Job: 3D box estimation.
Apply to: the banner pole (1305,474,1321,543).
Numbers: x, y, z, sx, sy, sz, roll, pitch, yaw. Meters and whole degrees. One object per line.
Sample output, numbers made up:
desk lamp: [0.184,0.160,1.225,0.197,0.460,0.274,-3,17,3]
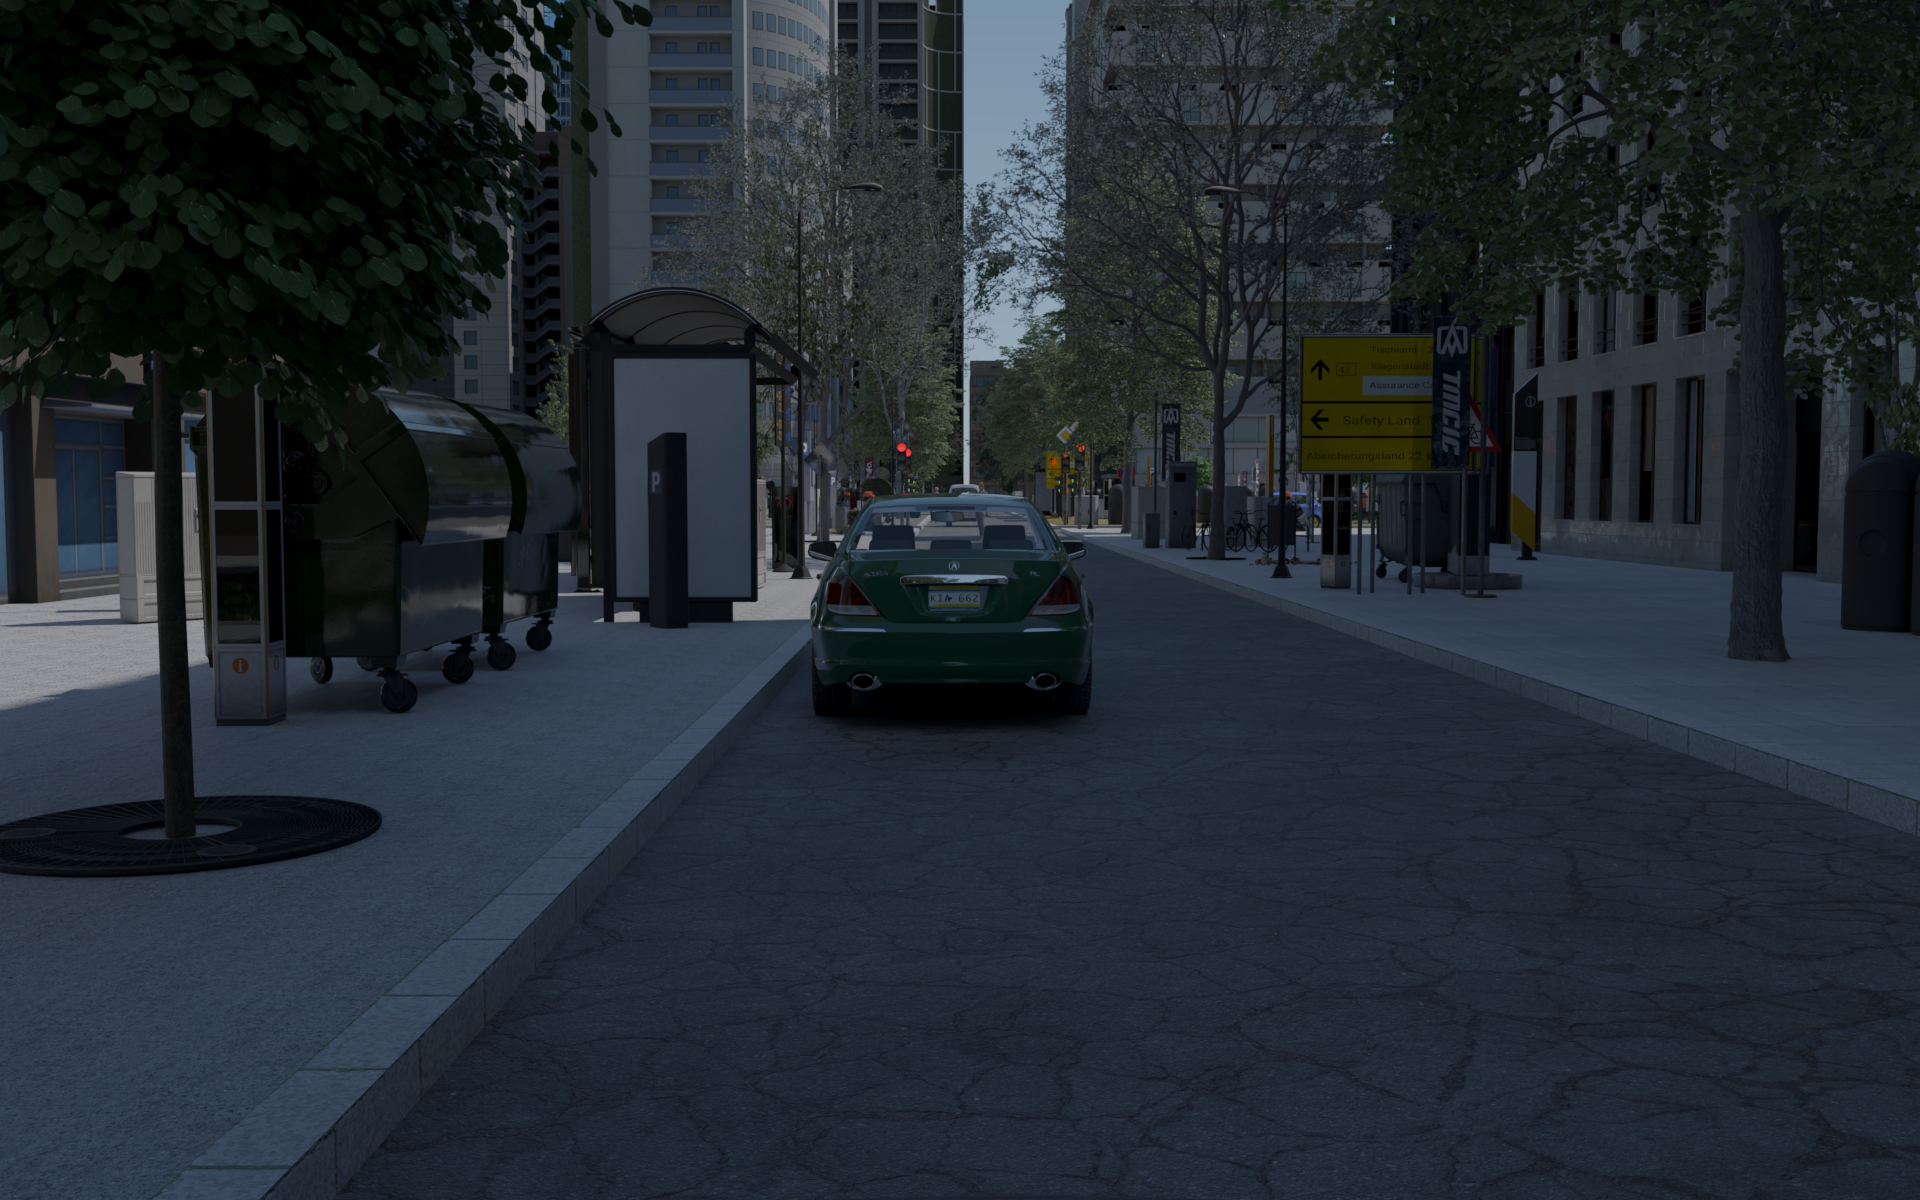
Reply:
banner pole: [9.468,-3.381,45.293,0.863,3.779,0.401,0,4,-4]

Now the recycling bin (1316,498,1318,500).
recycling bin: [22.674,-6.049,111.454,0.722,1.027,0.722,2,4,26]

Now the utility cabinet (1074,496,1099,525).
utility cabinet: [5.291,-3.756,72.578,1.020,1.237,0.306,2,4,35]

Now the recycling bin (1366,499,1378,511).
recycling bin: [23.205,-5.177,97.203,0.722,1.027,0.722,0,4,5]

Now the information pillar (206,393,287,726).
information pillar: [-3.972,-0.316,9.651,0.304,2.012,0.304,0,4,-2]

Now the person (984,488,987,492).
person: [1.732,-6.307,111.811,0.583,1.804,0.606,0,4,7]

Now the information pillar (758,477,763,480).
information pillar: [-8.412,-4.164,72.576,0.304,2.012,0.304,0,4,5]

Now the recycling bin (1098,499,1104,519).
recycling bin: [7.313,-4.712,89.599,0.722,1.027,0.722,2,4,31]

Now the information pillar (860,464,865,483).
information pillar: [-6.826,-8.028,122.615,0.504,3.616,0.183,2,4,29]

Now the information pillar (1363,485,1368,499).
information pillar: [30.399,-8.484,130.069,0.504,3.616,0.183,0,4,-5]

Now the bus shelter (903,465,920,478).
bus shelter: [-4.023,-8.901,136.814,1.731,3.624,6.357,0,4,0]

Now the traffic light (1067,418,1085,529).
traffic light: [4.359,-4.552,63.352,0.839,4.253,0.868,0,4,0]

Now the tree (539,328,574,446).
tree: [-16.302,-7.710,76.420,4.737,8.622,4.395,0,3,0]

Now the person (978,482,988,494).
person: [0.579,-2.684,52.664,0.520,1.790,0.573,3,4,37]

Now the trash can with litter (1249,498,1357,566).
trash can with litter: [6.292,-1.260,31.657,2.233,1.210,1.678,0,4,-1]

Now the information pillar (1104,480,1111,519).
information pillar: [7.522,-5.132,88.395,0.304,2.012,0.304,2,4,25]

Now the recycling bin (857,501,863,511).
recycling bin: [-3.325,-3.140,63.886,0.722,1.027,0.722,-2,4,-29]

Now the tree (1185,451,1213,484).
tree: [17.808,-8.902,129.269,4.285,4.588,4.351,0,3,0]

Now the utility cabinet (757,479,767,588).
utility cabinet: [-2.843,-0.894,23.293,0.318,1.500,1.173,0,4,4]

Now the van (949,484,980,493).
van: [0.210,-4.283,77.040,2.013,2.044,4.112,0,4,0]

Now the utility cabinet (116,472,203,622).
utility cabinet: [-7.892,-0.543,17.556,0.318,1.500,1.173,2,4,32]

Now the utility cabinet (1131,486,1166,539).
utility cabinet: [5.382,-2.475,49.138,1.173,1.500,0.318,-3,4,-37]

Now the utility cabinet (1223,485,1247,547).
utility cabinet: [6.598,-2.039,42.015,0.318,1.500,1.173,2,4,33]

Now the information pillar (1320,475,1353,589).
information pillar: [5.110,-1.163,23.507,0.304,2.012,0.304,-2,4,-31]

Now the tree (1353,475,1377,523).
tree: [18.024,-5.642,75.960,4.285,4.588,4.351,0,3,0]

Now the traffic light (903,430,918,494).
traffic light: [-2.135,-5.038,71.295,0.839,4.253,0.868,0,4,0]

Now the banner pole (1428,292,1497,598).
banner pole: [6.246,-1.923,21.466,0.863,3.779,0.401,1,4,9]

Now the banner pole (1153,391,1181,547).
banner pole: [4.969,-3.185,42.093,0.863,3.779,0.401,2,4,23]

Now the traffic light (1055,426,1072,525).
traffic light: [4.326,-5.041,71.337,0.839,4.253,0.868,0,4,0]

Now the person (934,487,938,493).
person: [-1.110,-4.715,86.081,0.782,1.767,0.515,-1,4,-9]

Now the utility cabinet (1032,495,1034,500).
utility cabinet: [6.512,-8.147,144.365,1.020,1.237,0.306,-2,4,-31]

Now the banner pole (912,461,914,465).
banner pole: [-3.488,-8.466,128.432,0.401,3.779,0.863,1,4,17]

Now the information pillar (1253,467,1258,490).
information pillar: [23.270,-8.855,136.133,0.504,3.616,0.183,-2,4,-35]

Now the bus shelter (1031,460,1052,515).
bus shelter: [5.295,-6.628,102.296,2.014,3.302,5.546,0,4,0]

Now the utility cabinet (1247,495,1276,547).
utility cabinet: [7.312,-1.906,42.324,0.306,1.237,1.020,-1,4,-12]

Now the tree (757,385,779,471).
tree: [-13.289,-9.834,111.143,4.737,8.622,4.395,0,3,0]

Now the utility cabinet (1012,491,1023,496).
utility cabinet: [4.780,-8.296,144.316,0.318,1.500,1.173,2,4,34]

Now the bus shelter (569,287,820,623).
bus shelter: [-2.814,-1.578,19.720,2.014,3.302,5.546,0,4,0]

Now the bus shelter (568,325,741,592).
bus shelter: [-4.276,-2.103,25.660,1.731,3.624,6.357,0,4,0]

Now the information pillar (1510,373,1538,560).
information pillar: [10.936,-2.580,33.539,0.504,3.616,0.183,-1,4,-8]

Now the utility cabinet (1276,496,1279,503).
utility cabinet: [9.620,-2.619,53.979,0.306,1.237,1.020,3,5,42]

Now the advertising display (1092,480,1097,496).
advertising display: [6.190,-4.594,80.319,0.123,1.923,0.974,0,4,-7]

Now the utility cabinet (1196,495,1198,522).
utility cabinet: [10.588,-4.135,78.769,0.306,1.237,1.020,-1,4,-10]

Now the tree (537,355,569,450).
tree: [-20.015,-8.598,90.947,4.360,8.622,3.978,0,3,0]

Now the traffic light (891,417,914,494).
traffic light: [-2.102,-4.550,63.310,0.839,4.253,0.868,0,4,0]

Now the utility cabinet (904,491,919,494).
utility cabinet: [-3.530,-7.063,124.161,1.173,1.500,0.318,0,4,1]

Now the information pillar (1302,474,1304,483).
information pillar: [26.864,-8.825,135.636,0.183,3.616,0.504,0,4,-4]

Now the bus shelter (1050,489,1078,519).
bus shelter: [5.887,-7.156,94.628,2.179,5.291,8.768,0,3,0]
